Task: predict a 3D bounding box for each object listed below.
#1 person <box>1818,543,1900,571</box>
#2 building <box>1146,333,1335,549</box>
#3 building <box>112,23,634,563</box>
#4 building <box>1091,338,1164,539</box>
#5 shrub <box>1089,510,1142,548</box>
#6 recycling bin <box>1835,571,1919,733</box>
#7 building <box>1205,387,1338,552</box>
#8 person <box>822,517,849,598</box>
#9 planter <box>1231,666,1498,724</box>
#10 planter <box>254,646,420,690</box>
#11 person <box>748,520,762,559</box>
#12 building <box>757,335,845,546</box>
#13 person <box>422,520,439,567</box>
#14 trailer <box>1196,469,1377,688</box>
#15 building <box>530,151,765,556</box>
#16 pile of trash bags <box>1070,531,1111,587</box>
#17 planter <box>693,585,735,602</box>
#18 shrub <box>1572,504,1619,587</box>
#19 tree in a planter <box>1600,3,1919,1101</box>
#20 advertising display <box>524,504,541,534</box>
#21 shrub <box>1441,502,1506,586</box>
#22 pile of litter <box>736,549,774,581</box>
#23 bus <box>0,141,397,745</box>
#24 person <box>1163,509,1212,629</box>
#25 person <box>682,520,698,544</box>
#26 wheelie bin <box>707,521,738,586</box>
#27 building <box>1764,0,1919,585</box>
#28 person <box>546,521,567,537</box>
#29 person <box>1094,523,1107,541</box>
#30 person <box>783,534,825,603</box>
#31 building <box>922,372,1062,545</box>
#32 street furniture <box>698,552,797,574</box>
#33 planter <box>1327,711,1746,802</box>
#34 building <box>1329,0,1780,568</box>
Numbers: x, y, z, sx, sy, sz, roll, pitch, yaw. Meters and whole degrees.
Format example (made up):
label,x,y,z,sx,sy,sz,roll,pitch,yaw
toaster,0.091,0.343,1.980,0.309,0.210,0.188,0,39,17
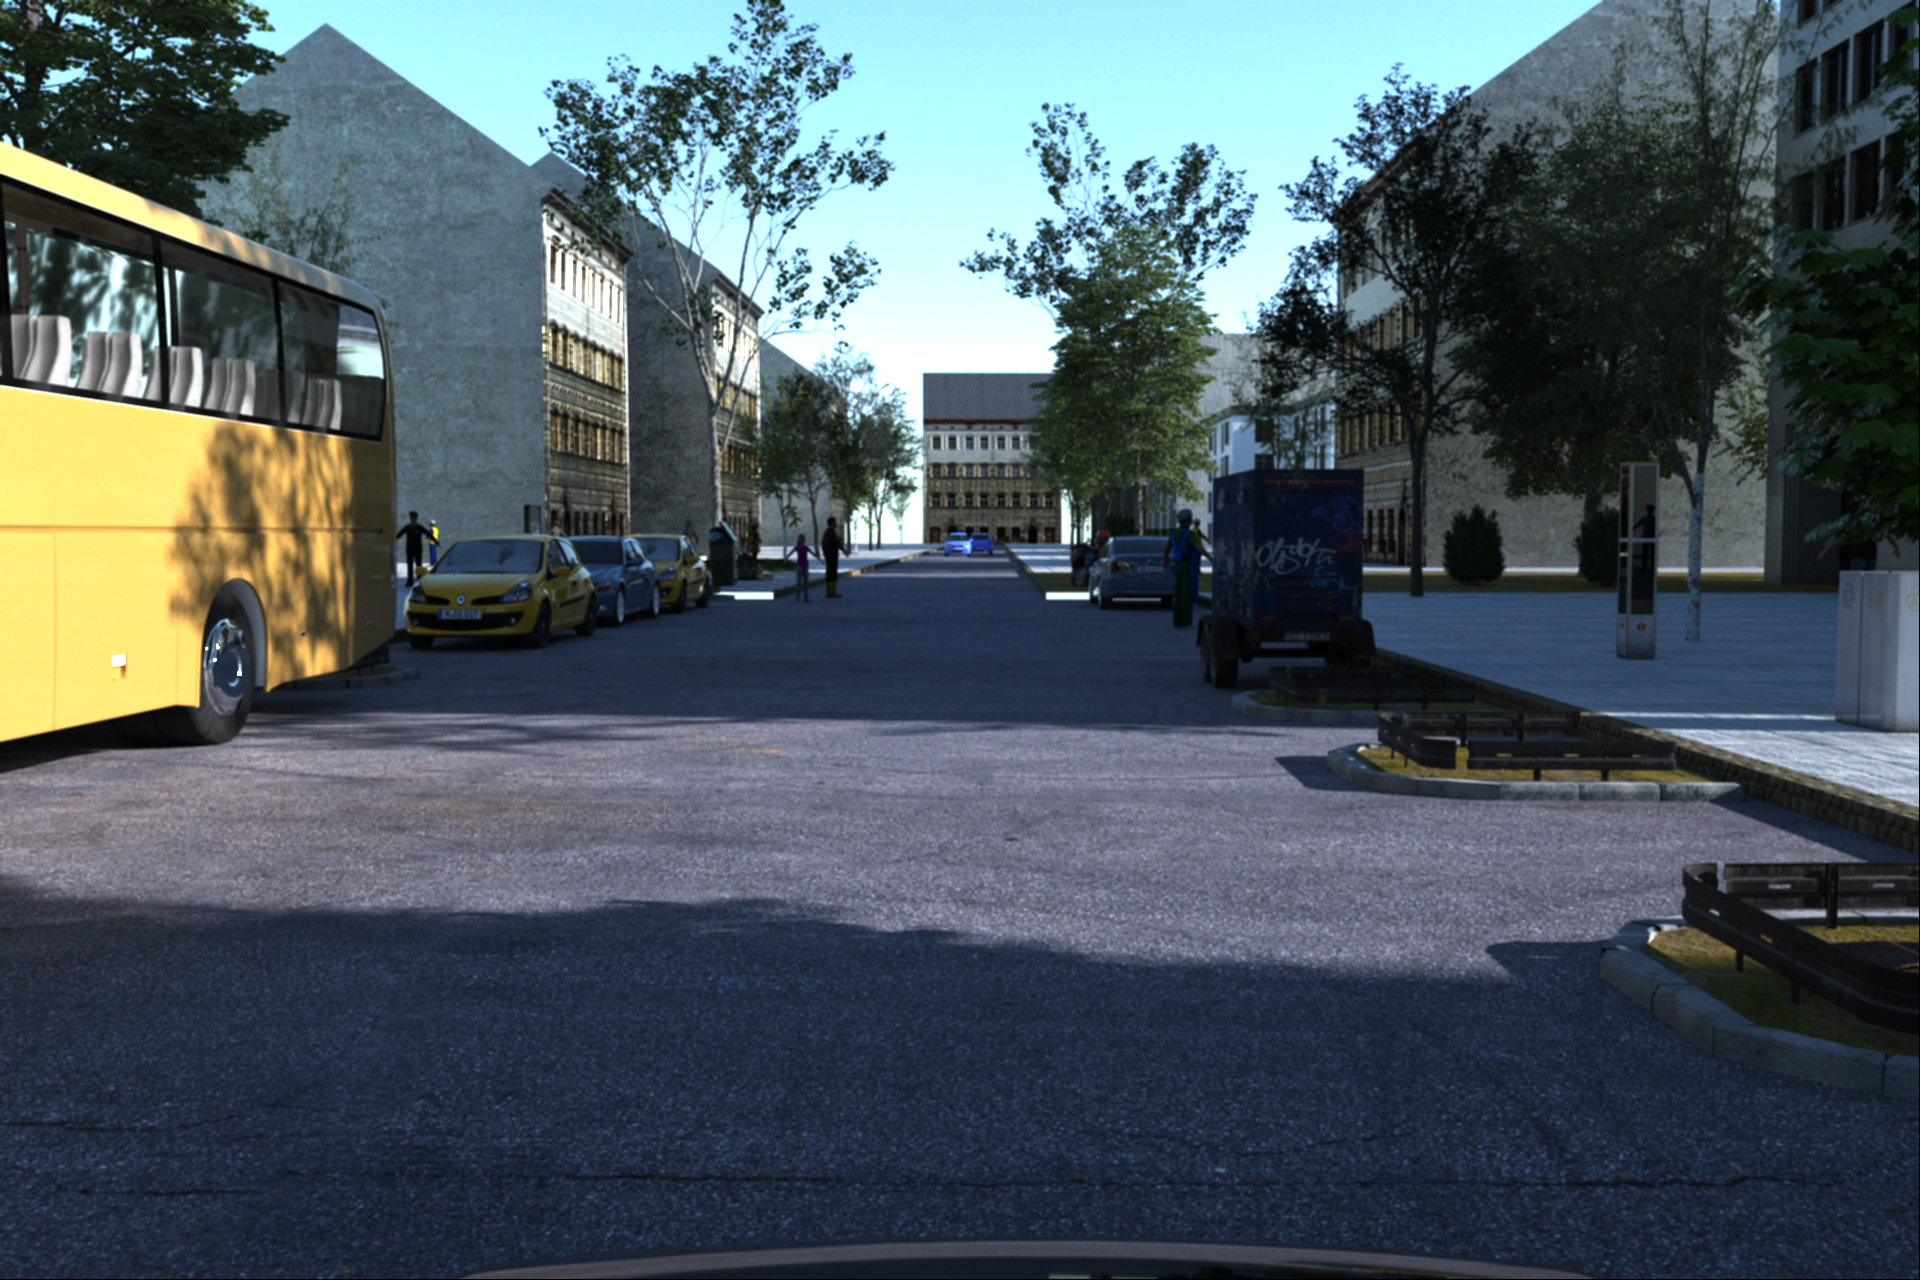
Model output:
label,x,y,z,sx,sy,sz,roll,pitch,yaw
person,13.843,-1.244,26.558,1.348,1.803,0.705,0,4,-8
building,27.064,-18.019,161.074,16.747,18.905,31.486,0,4,1
building,-27.217,-15.486,84.129,19.493,23.208,18.063,0,4,0
building,28.704,-21.546,196.252,27.936,21.610,32.646,0,4,1
shrub,4.961,-3.108,54.863,1.661,2.075,1.752,0,3,0
recycling bin,6.337,0.065,11.490,0.722,1.027,0.722,0,4,1
building,22.227,-10.459,113.157,9.099,9.664,28.070,0,4,1
person,-2.869,-1.868,39.138,0.704,1.812,1.346,-2,4,-27
planter,3.251,0.432,14.072,1.991,0.319,1.994,0,4,0
planter,-6.408,0.262,16.857,1.991,0.319,1.994,0,4,1
person,-8.541,-4.065,72.225,0.705,1.858,1.354,1,4,8
building,-22.614,-21.940,189.654,19.493,23.208,18.063,0,4,1
person,-20.805,-3.808,68.233,0.705,1.833,1.349,0,4,6
trailer,3.079,-0.619,17.167,1.471,1.999,3.904,0,4,0
building,-23.202,-17.009,109.023,19.493,23.208,18.063,0,4,2
pile of trash bags,3.732,-2.086,43.859,1.912,1.369,3.447,0,4,-1
planter,-5.972,-1.016,37.745,1.991,0.319,1.994,0,4,2
shrub,15.804,-2.309,42.175,1.690,2.028,1.600,0,3,0
tree in a planter,3.062,-0.483,5.119,1.991,3.239,1.994,0,4,1
advertising display,-9.378,-2.008,38.050,0.123,1.923,0.974,0,4,1
shrub,12.807,-2.390,43.122,1.661,2.075,1.752,0,3,0
pile of litter,-5.771,-2.103,48.342,1.176,0.858,1.719,0,4,3
bus,-6.235,-1.065,8.963,2.896,3.916,12.252,0,4,1
person,3.441,-1.084,26.310,0.704,1.817,1.347,-2,4,-28
person,-10.179,-3.590,64.818,0.705,1.813,1.348,2,4,29
wheelie bin,-5.888,-2.143,42.939,0.693,1.594,0.980,0,4,3
building,29.772,-13.631,25.028,24.374,26.755,37.873,0,4,1
person,-16.380,-3.900,70.038,1.348,1.796,0.705,-3,4,-38
person,6.218,-4.059,73.173,1.217,1.733,0.721,0,4,6
person,-3.273,-1.501,36.271,0.991,1.433,0.599,-2,4,-34
building,3.998,-24.527,234.402,18.063,23.208,19.493,0,4,-2
street furniture,-9.924,-2.532,57.018,10.072,0.657,5.734,-3,5,-42
planter,3.246,0.664,10.289,1.991,0.319,1.994,0,4,2
building,27.140,-14.873,74.099,19.493,23.208,18.063,0,4,1
